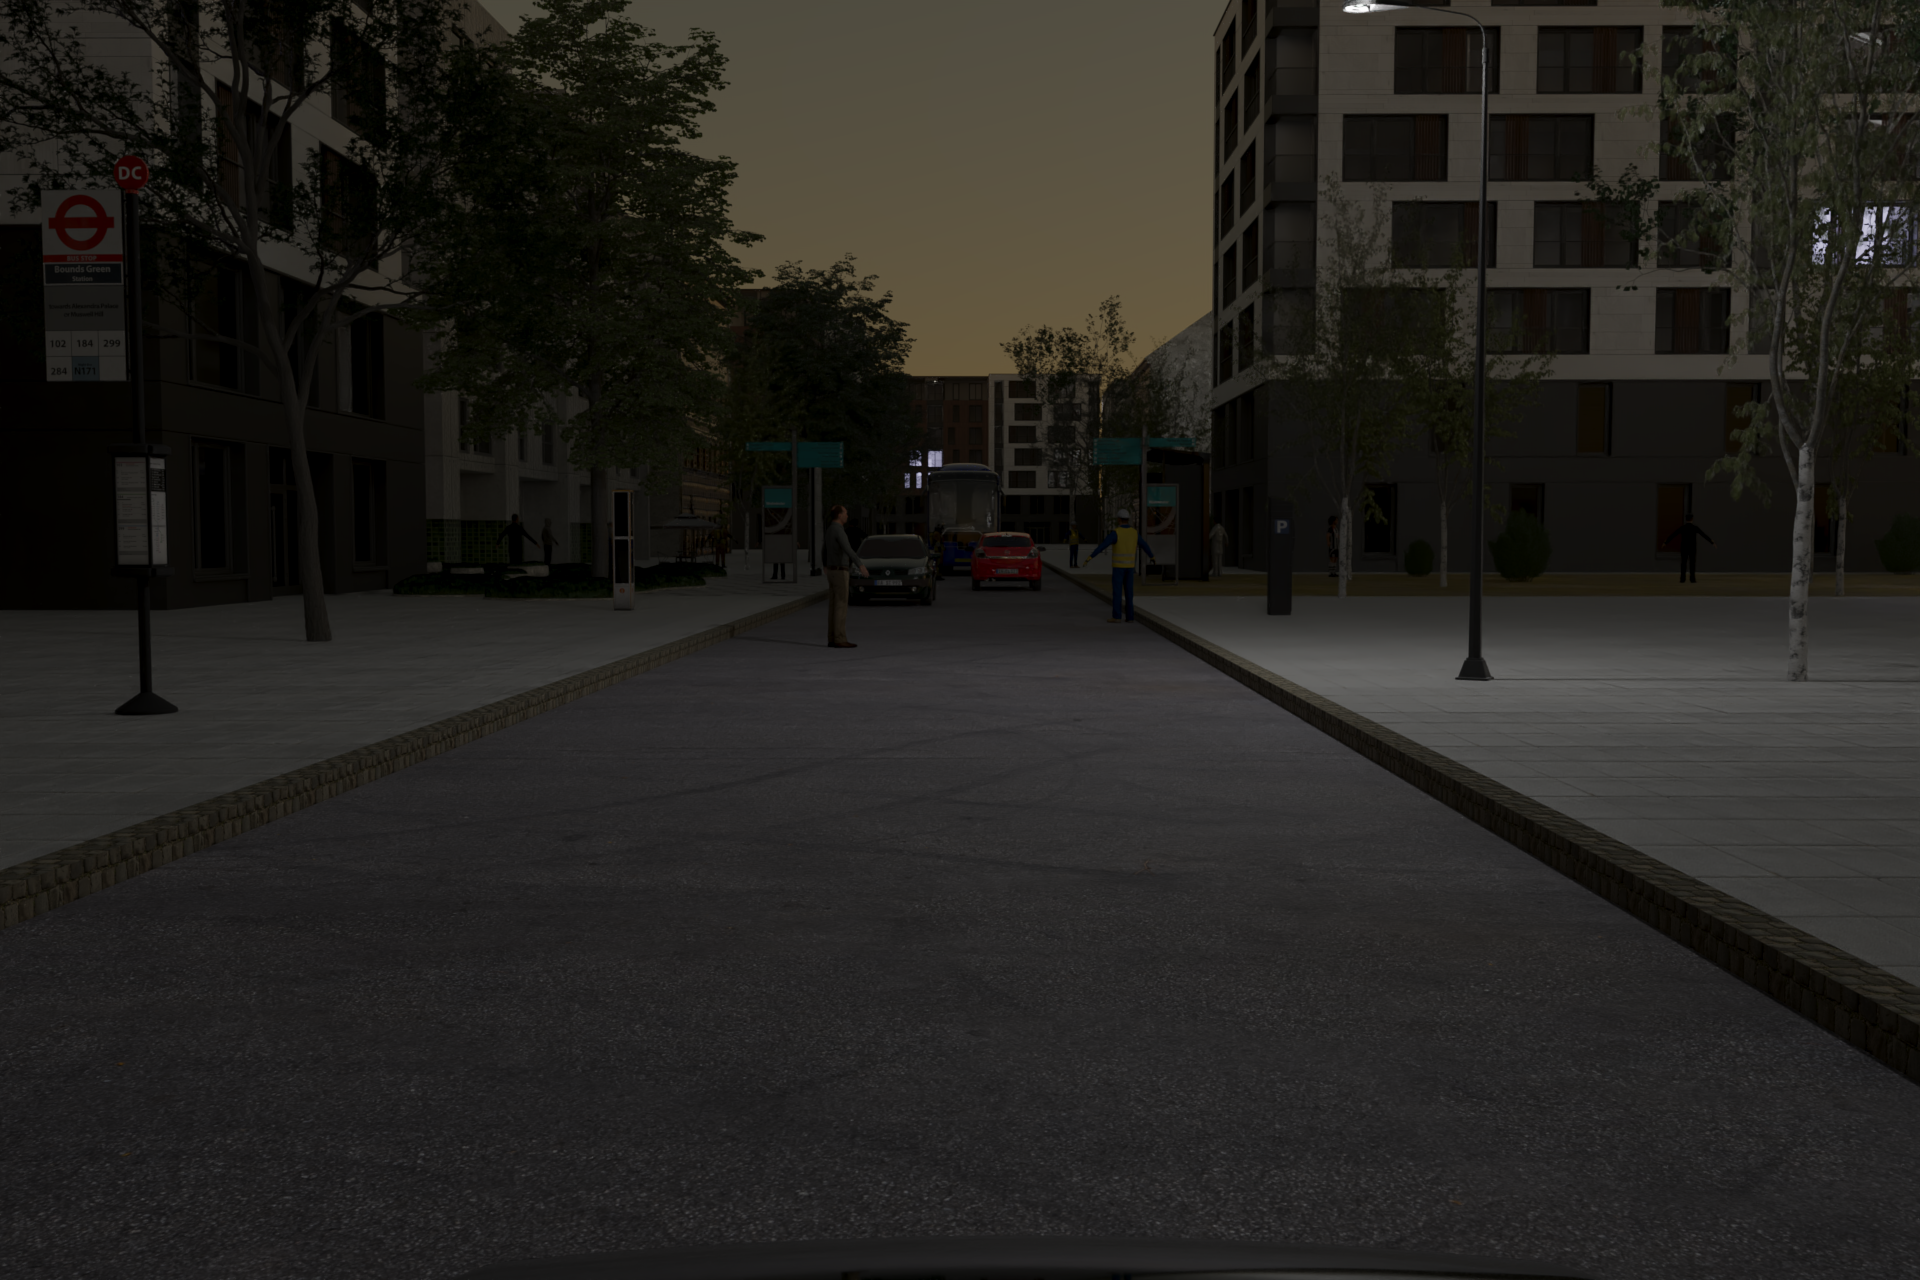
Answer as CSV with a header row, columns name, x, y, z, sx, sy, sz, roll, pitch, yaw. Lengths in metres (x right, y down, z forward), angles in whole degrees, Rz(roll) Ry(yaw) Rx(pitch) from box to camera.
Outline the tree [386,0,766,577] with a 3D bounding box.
name,x,y,z,sx,sy,sz,roll,pitch,yaw
tree,-7.585,-7.162,35.219,7.486,12.596,7.792,0,3,0

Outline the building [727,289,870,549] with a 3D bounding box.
name,x,y,z,sx,sy,sz,roll,pitch,yaw
building,-23.197,-19.375,160.759,27.936,21.610,32.646,0,4,0

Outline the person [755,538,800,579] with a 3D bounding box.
name,x,y,z,sx,sy,sz,roll,pitch,yaw
person,-5.131,-2.615,48.940,1.347,1.806,0.705,1,4,15

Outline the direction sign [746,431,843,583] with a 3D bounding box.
name,x,y,z,sx,sy,sz,roll,pitch,yaw
direction sign,-4.267,-3.467,45.452,2.525,3.948,1.411,0,4,1

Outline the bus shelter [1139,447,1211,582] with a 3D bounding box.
name,x,y,z,sx,sy,sz,roll,pitch,yaw
bus shelter,5.953,-3.573,49.707,1.731,3.624,6.357,0,4,0

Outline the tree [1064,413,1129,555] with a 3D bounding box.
name,x,y,z,sx,sy,sz,roll,pitch,yaw
tree,8.992,-9.411,104.232,4.360,8.622,3.978,0,3,0

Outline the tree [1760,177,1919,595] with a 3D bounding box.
name,x,y,z,sx,sy,sz,roll,pitch,yaw
tree,18.658,-5.238,36.008,4.737,8.622,4.395,0,3,0

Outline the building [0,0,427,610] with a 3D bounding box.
name,x,y,z,sx,sy,sz,roll,pitch,yaw
building,-27.228,-11.150,26.271,27.936,21.610,32.646,0,4,0

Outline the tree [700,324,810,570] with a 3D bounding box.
name,x,y,z,sx,sy,sz,roll,pitch,yaw
tree,-7.535,-6.814,61.765,4.737,8.622,4.395,0,3,0

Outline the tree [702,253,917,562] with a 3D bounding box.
name,x,y,z,sx,sy,sz,roll,pitch,yaw
tree,-6.710,-10.501,78.352,9.857,13.997,8.962,0,3,0

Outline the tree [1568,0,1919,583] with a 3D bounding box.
name,x,y,z,sx,sy,sz,roll,pitch,yaw
tree,22.919,-11.623,45.922,12.611,20.169,13.585,0,3,0

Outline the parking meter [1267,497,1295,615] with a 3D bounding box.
name,x,y,z,sx,sy,sz,roll,pitch,yaw
parking meter,5.080,-1.327,27.405,0.399,1.863,0.255,0,4,1

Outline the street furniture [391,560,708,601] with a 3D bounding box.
name,x,y,z,sx,sy,sz,roll,pitch,yaw
street furniture,-8.855,-1.396,38.458,5.734,0.657,10.072,0,4,6

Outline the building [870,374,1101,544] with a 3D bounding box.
name,x,y,z,sx,sy,sz,roll,pitch,yaw
building,1.278,-23.626,232.719,32.646,21.610,27.936,0,4,-1

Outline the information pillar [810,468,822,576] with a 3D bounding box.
name,x,y,z,sx,sy,sz,roll,pitch,yaw
information pillar,-4.422,-3.781,53.138,0.184,3.620,1.656,0,4,2

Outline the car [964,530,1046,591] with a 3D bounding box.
name,x,y,z,sx,sy,sz,roll,pitch,yaw
car,1.189,-2.215,45.249,2.155,1.783,4.494,0,4,0

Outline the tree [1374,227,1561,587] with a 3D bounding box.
name,x,y,z,sx,sy,sz,roll,pitch,yaw
tree,11.898,-5.590,41.758,4.737,8.622,4.395,0,3,0

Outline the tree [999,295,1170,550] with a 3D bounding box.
name,x,y,z,sx,sy,sz,roll,pitch,yaw
tree,9.825,-17.227,137.554,12.611,20.169,13.585,0,3,0

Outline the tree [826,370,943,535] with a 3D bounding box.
name,x,y,z,sx,sy,sz,roll,pitch,yaw
tree,-6.284,-13.307,127.935,12.009,13.543,11.850,0,3,0

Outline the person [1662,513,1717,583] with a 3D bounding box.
name,x,y,z,sx,sy,sz,roll,pitch,yaw
person,19.174,-2.424,45.564,1.347,1.837,0.705,2,4,27

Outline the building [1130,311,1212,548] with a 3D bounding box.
name,x,y,z,sx,sy,sz,roll,pitch,yaw
building,25.708,-19.976,157.528,19.493,23.208,18.063,0,4,1

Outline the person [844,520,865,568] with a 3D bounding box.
name,x,y,z,sx,sy,sz,roll,pitch,yaw
person,-4.118,-3.669,66.119,1.346,1.812,0.704,1,4,17

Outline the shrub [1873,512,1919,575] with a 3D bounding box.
name,x,y,z,sx,sy,sz,roll,pitch,yaw
shrub,29.849,-3.077,54.734,1.690,2.028,1.600,0,3,0

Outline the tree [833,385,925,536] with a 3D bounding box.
name,x,y,z,sx,sy,sz,roll,pitch,yaw
tree,-5.736,-11.439,112.784,9.928,11.665,9.643,0,3,0

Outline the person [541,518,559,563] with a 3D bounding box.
name,x,y,z,sx,sy,sz,roll,pitch,yaw
person,-13.448,-3.090,56.642,0.705,1.813,1.348,-2,4,-31

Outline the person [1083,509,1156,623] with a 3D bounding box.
name,x,y,z,sx,sy,sz,roll,pitch,yaw
person,2.624,-1.199,28.027,1.349,1.833,0.705,-2,4,-25

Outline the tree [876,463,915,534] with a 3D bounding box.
name,x,y,z,sx,sy,sz,roll,pitch,yaw
tree,-6.396,-11.743,142.365,4.360,8.622,3.978,0,3,0

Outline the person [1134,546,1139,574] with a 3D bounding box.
name,x,y,z,sx,sy,sz,roll,pitch,yaw
person,5.654,-2.856,55.969,0.599,1.433,0.991,-2,4,-30

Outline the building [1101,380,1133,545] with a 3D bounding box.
name,x,y,z,sx,sy,sz,roll,pitch,yaw
building,26.238,-20.788,206.336,16.747,18.905,31.486,0,4,1

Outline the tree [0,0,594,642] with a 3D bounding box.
name,x,y,z,sx,sy,sz,roll,pitch,yaw
tree,-7.960,-5.275,20.656,7.601,10.594,8.767,2,4,34

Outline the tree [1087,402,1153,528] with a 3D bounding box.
name,x,y,z,sx,sy,sz,roll,pitch,yaw
tree,8.841,-8.989,97.329,4.360,8.622,3.978,0,3,0

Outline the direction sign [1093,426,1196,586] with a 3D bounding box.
name,x,y,z,sx,sy,sz,roll,pitch,yaw
direction sign,4.549,-3.278,42.365,2.525,3.948,1.411,0,4,1

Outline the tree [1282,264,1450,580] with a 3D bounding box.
name,x,y,z,sx,sy,sz,roll,pitch,yaw
tree,11.036,-5.963,47.856,4.737,8.622,4.395,0,3,0

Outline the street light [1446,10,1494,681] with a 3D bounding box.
name,x,y,z,sx,sy,sz,roll,pitch,yaw
street light,5.081,-2.602,15.089,1.470,5.913,1.316,0,4,1

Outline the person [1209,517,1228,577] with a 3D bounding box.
name,x,y,z,sx,sy,sz,roll,pitch,yaw
person,7.743,-2.823,52.350,0.705,1.806,1.347,3,5,44

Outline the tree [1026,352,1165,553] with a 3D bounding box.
name,x,y,z,sx,sy,sz,roll,pitch,yaw
tree,9.454,-12.667,117.470,12.009,13.543,11.850,0,3,0

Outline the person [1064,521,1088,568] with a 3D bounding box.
name,x,y,z,sx,sy,sz,roll,pitch,yaw
person,4.364,-3.613,65.542,1.216,1.772,0.721,-3,4,-39

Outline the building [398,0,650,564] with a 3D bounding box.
name,x,y,z,sx,sy,sz,roll,pitch,yaw
building,-24.059,-12.413,69.417,16.747,18.905,31.486,0,4,1

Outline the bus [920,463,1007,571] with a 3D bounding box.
name,x,y,z,sx,sy,sz,roll,pitch,yaw
bus,0.221,-4.413,63.701,2.896,3.916,12.251,0,4,1

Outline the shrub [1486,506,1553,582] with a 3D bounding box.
name,x,y,z,sx,sy,sz,roll,pitch,yaw
shrub,15.054,-2.576,46.542,1.690,2.028,1.600,0,3,0

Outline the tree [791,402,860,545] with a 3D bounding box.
name,x,y,z,sx,sy,sz,roll,pitch,yaw
tree,-6.949,-8.534,89.897,4.737,8.622,4.395,0,3,0

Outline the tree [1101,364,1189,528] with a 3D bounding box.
name,x,y,z,sx,sy,sz,roll,pitch,yaw
tree,8.012,-7.656,75.534,4.737,8.622,4.395,0,3,0

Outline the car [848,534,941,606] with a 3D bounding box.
name,x,y,z,sx,sy,sz,roll,pitch,yaw
car,-1.385,-1.601,35.956,2.009,1.686,4.222,0,4,1

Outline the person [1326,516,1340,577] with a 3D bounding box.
name,x,y,z,sx,sy,sz,roll,pitch,yaw
person,11.159,-2.781,51.621,0.704,1.843,1.345,2,4,33

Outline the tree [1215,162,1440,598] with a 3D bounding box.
name,x,y,z,sx,sy,sz,roll,pitch,yaw
tree,7.745,-5.130,34.237,4.360,8.622,3.978,0,3,0

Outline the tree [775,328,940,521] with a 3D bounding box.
name,x,y,z,sx,sy,sz,roll,pitch,yaw
tree,-6.385,-11.732,102.189,12.009,13.543,11.850,0,3,0

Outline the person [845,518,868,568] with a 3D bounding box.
name,x,y,z,sx,sy,sz,roll,pitch,yaw
person,-3.102,-2.725,51.280,1.216,1.740,0.721,0,4,1

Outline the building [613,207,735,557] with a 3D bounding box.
name,x,y,z,sx,sy,sz,roll,pitch,yaw
building,-24.400,-16.691,103.822,19.493,23.208,18.063,0,4,1

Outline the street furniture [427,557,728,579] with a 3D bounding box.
name,x,y,z,sx,sy,sz,roll,pitch,yaw
street furniture,-11.816,-2.068,49.441,10.072,0.657,5.734,0,4,-1

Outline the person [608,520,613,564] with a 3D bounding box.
name,x,y,z,sx,sy,sz,roll,pitch,yaw
person,-13.662,-3.804,68.054,0.705,1.847,1.347,-1,4,-21

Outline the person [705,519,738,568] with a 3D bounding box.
name,x,y,z,sx,sy,sz,roll,pitch,yaw
person,-9.089,-3.670,65.767,1.354,1.858,0.705,1,4,14

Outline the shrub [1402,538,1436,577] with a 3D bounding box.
name,x,y,z,sx,sy,sz,roll,pitch,yaw
shrub,13.703,-2.481,51.681,1.383,1.207,1.383,0,3,0

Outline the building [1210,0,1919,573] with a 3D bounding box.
name,x,y,z,sx,sy,sz,roll,pitch,yaw
building,24.312,-14.031,73.389,27.936,21.610,32.646,0,4,1

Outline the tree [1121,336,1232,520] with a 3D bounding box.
name,x,y,z,sx,sy,sz,roll,pitch,yaw
tree,7.854,-6.969,64.310,4.360,8.622,3.978,0,3,0

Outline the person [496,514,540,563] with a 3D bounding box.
name,x,y,z,sx,sy,sz,roll,pitch,yaw
person,-11.379,-2.335,44.406,1.346,1.802,0.704,1,4,21

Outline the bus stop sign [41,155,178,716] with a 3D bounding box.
name,x,y,z,sx,sy,sz,roll,pitch,yaw
bus stop sign,-6.060,-1.445,12.325,0.855,3.939,0.416,0,4,2

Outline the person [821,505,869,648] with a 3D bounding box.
name,x,y,z,sx,sy,sz,roll,pitch,yaw
person,-1.511,-0.805,21.888,0.705,1.796,1.348,-2,4,-26

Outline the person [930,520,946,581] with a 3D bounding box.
name,x,y,z,sx,sy,sz,roll,pitch,yaw
person,-0.615,-2.763,53.394,0.705,1.858,1.354,0,4,6

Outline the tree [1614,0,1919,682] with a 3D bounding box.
name,x,y,z,sx,sy,sz,roll,pitch,yaw
tree,7.084,-3.941,14.798,4.360,8.622,3.978,0,3,0

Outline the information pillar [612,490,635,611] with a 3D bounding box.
name,x,y,z,sx,sy,sz,roll,pitch,yaw
information pillar,-5.641,-1.501,29.028,0.304,2.012,0.304,0,4,1
